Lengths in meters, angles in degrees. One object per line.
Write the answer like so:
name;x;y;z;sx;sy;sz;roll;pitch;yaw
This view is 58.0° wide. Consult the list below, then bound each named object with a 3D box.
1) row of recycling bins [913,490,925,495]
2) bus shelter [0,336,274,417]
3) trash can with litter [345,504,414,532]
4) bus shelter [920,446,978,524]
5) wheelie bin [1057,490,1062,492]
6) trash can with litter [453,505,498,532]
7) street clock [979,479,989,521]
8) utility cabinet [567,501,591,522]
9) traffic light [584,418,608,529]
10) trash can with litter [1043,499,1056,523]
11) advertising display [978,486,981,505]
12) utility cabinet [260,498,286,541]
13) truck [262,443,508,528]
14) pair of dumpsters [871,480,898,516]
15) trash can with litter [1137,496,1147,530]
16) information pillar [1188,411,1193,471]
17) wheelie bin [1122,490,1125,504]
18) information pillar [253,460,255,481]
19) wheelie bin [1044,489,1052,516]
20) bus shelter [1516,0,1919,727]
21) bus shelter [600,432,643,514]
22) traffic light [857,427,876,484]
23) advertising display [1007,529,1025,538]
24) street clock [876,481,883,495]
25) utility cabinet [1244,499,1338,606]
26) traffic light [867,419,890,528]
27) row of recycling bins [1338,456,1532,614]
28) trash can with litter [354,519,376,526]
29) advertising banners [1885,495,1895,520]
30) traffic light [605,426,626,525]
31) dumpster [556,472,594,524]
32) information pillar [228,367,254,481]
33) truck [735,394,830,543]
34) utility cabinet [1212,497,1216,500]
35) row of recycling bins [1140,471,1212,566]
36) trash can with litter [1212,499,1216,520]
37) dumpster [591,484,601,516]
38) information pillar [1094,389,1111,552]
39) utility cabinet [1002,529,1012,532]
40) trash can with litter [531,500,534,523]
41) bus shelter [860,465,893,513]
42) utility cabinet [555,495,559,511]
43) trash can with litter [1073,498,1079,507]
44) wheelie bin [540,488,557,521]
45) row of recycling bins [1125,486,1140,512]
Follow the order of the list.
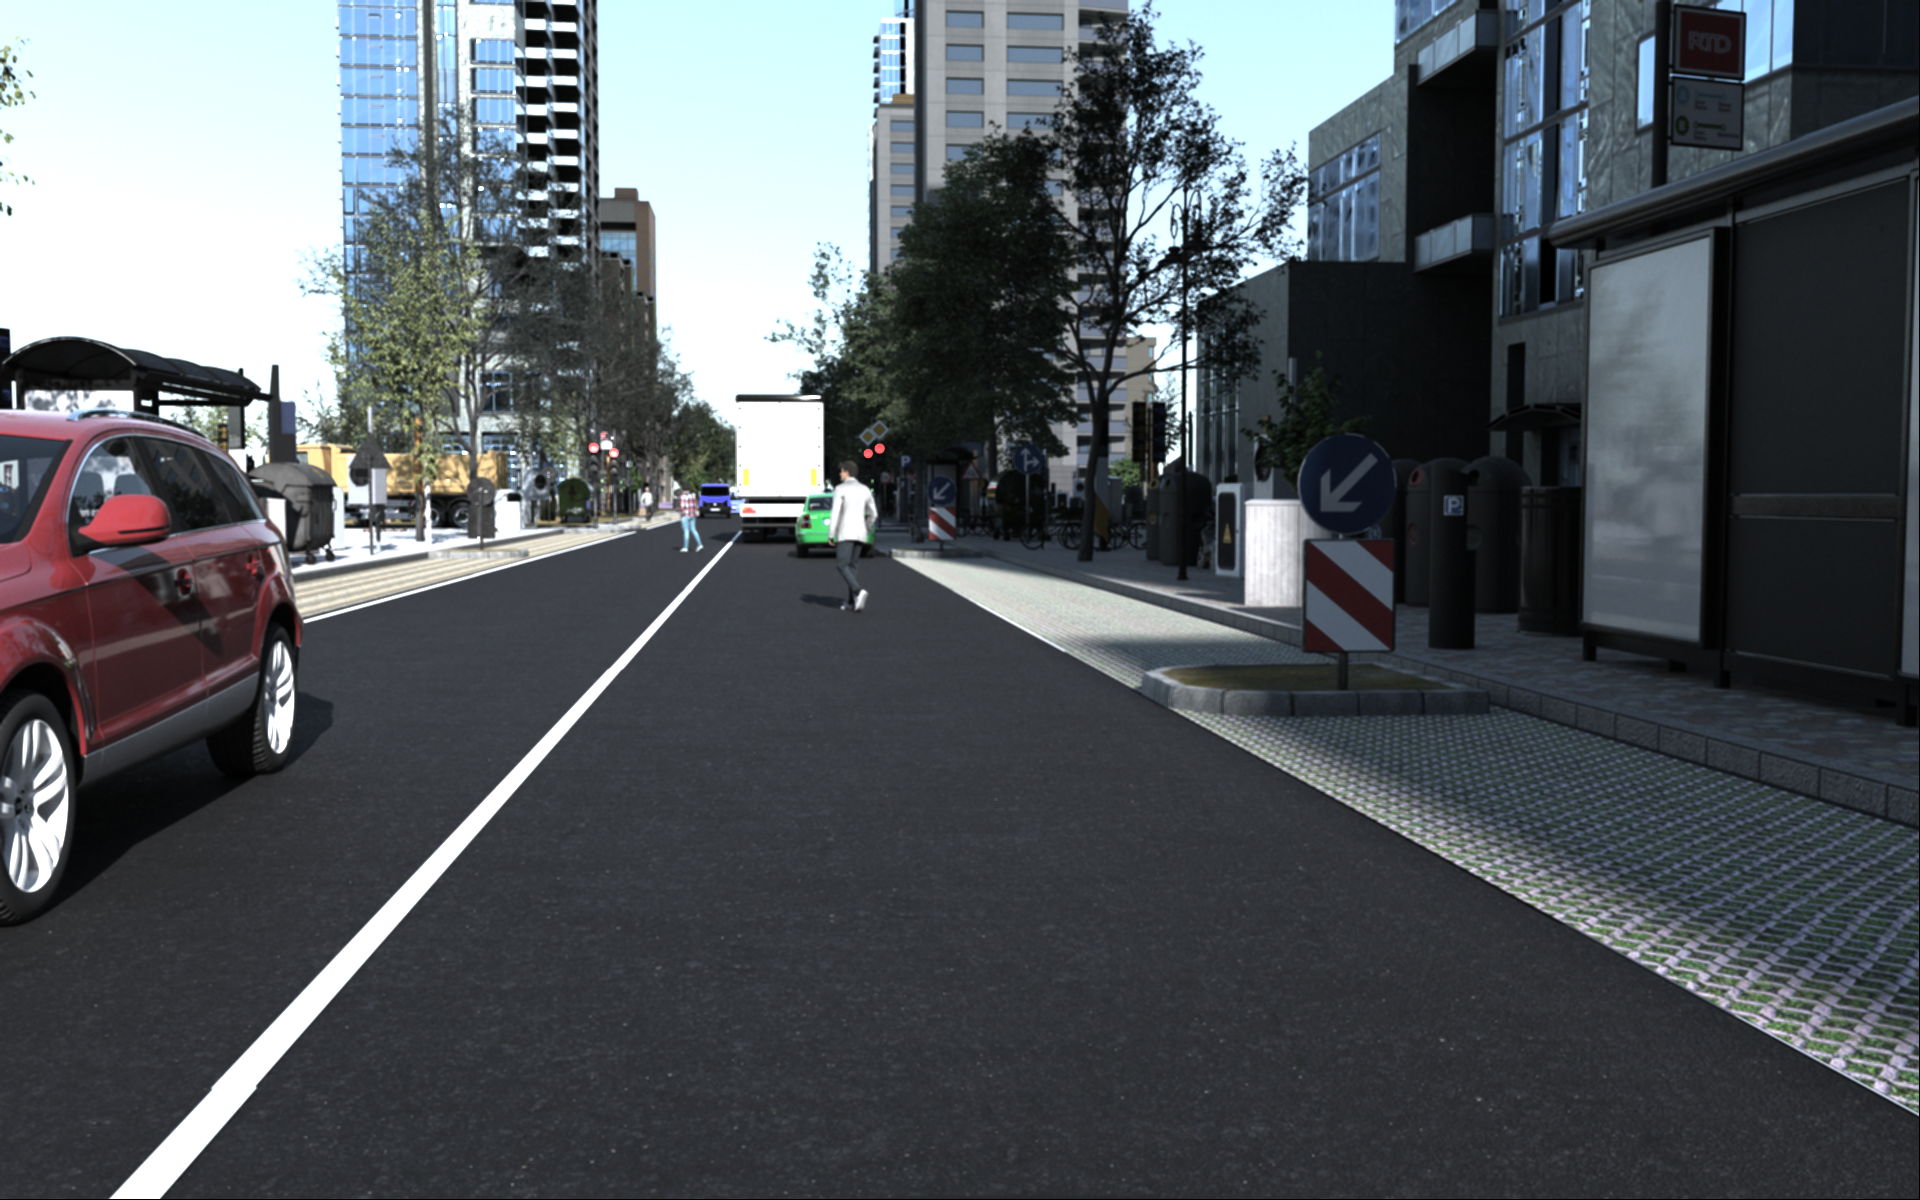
row of recycling bins;-2.356;-8.618;148.010;3.534;1.692;1.069;0;4;-1
bus shelter;-11.708;-1.900;24.985;2.014;3.302;5.546;0;4;-6
trash can with litter;-19.406;-2.926;58.899;1.678;1.210;2.233;3;4;37
bus shelter;-0.515;-5.003;75.715;2.014;3.302;5.546;0;4;-6
wheelie bin;7.579;-7.571;131.693;0.693;1.594;0.980;-1;4;-16
trash can with litter;-16.315;-2.955;59.378;1.678;1.210;2.233;-3;5;-43
street clock;1.121;-4.690;81.257;0.358;2.002;0.471;-3;4;-36
utility cabinet;-17.242;-4.252;78.192;1.173;1.500;0.318;1;4;18
traffic light;-13.449;-4.586;63.895;0.839;4.253;0.868;0;4;-6
trash can with litter;3.719;-3.968;76.264;0.624;1.170;1.055;3;5;43
advertising display;1.524;-7.985;135.767;0.123;1.923;0.974;0;4;5
utility cabinet;-11.591;-1.107;29.255;0.306;1.237;1.020;-2;4;-28
truck;-22.770;-4.372;67.399;9.791;3.379;3.469;0;4;-4
pair of dumpsters;-4.340;-6.030;101.088;1.574;2.255;4.437;0;4;-6
trash can with litter;7.337;-3.202;63.404;2.233;1.210;1.678;0;4;0
information pillar;6.550;-3.540;49.232;0.183;3.616;0.504;1;4;14
wheelie bin;12.140;-7.443;129.601;0.980;1.594;0.693;0;4;-1
information pillar;-41.239;-6.686;100.674;0.504;3.616;0.183;-2;4;-30
wheelie bin;5.092;-5.774;102.316;0.693;1.594;0.980;-1;4;-16
bus shelter;5.741;-2.092;11.830;2.179;5.291;8.768;0;4;-6
bus shelter;-22.366;-8.369;114.467;2.179;5.291;8.768;0;4;-6
traffic light;-3.896;-5.140;72.958;0.839;4.253;0.868;0;4;-6
advertising display;1.646;-2.763;50.384;0.123;1.923;0.974;2;4;35
street clock;-4.455;-5.550;95.319;0.471;2.002;0.358;0;4;-1
utility cabinet;3.800;-0.535;19.907;1.020;1.237;0.306;1;4;23
traffic light;-3.048;-4.654;65.018;0.839;4.253;0.868;0;4;-6
row of recycling bins;5.352;-0.800;20.196;1.069;1.692;3.534;-1;4;-21
trash can with litter;-24.069;-3.606;70.352;0.624;1.170;1.055;1;4;21
advertising banners;8.200;-1.106;14.266;0.090;3.025;2.074;0;4;-3
traffic light;-14.297;-5.071;71.835;0.839;4.253;0.868;0;4;-6
dumpster;-16.839;-4.481;75.753;1.502;2.255;1.985;0;4;-6
information pillar;-13.454;-2.503;32.272;0.504;3.616;0.183;3;5;40
truck;-5.481;-3.993;54.200;2.839;4.237;11.283;0;4;-4
utility cabinet;5.729;-1.690;38.788;1.020;1.237;0.306;1;4;8
row of recycling bins;4.117;-1.545;32.378;1.069;1.692;3.534;0;4;0
trash can with litter;5.357;-1.495;35.831;0.624;1.170;1.055;1;4;11
dumpster;-21.441;-5.771;100.122;1.264;1.857;1.865;0;4;-6
information pillar;3.147;-2.893;38.653;0.183;3.616;0.504;3;5;43
utility cabinet;1.671;-2.943;59.282;0.306;1.237;1.020;1;4;14
trash can with litter;-19.214;-4.006;76.878;0.624;1.170;1.055;-3;4;-37
bus shelter;-5.772;-7.691;119.678;2.014;3.302;5.546;0;4;-6
utility cabinet;-31.182;-7.486;133.553;1.020;1.237;0.306;2;4;25
trash can with litter;7.470;-6.491;117.183;2.233;1.210;1.678;-1;4;-10
wheelie bin;-19.852;-4.624;83.508;0.693;1.594;0.980;-3;5;-43
row of recycling bins;8.948;-5.001;88.878;1.069;1.692;3.534;0;4;6
